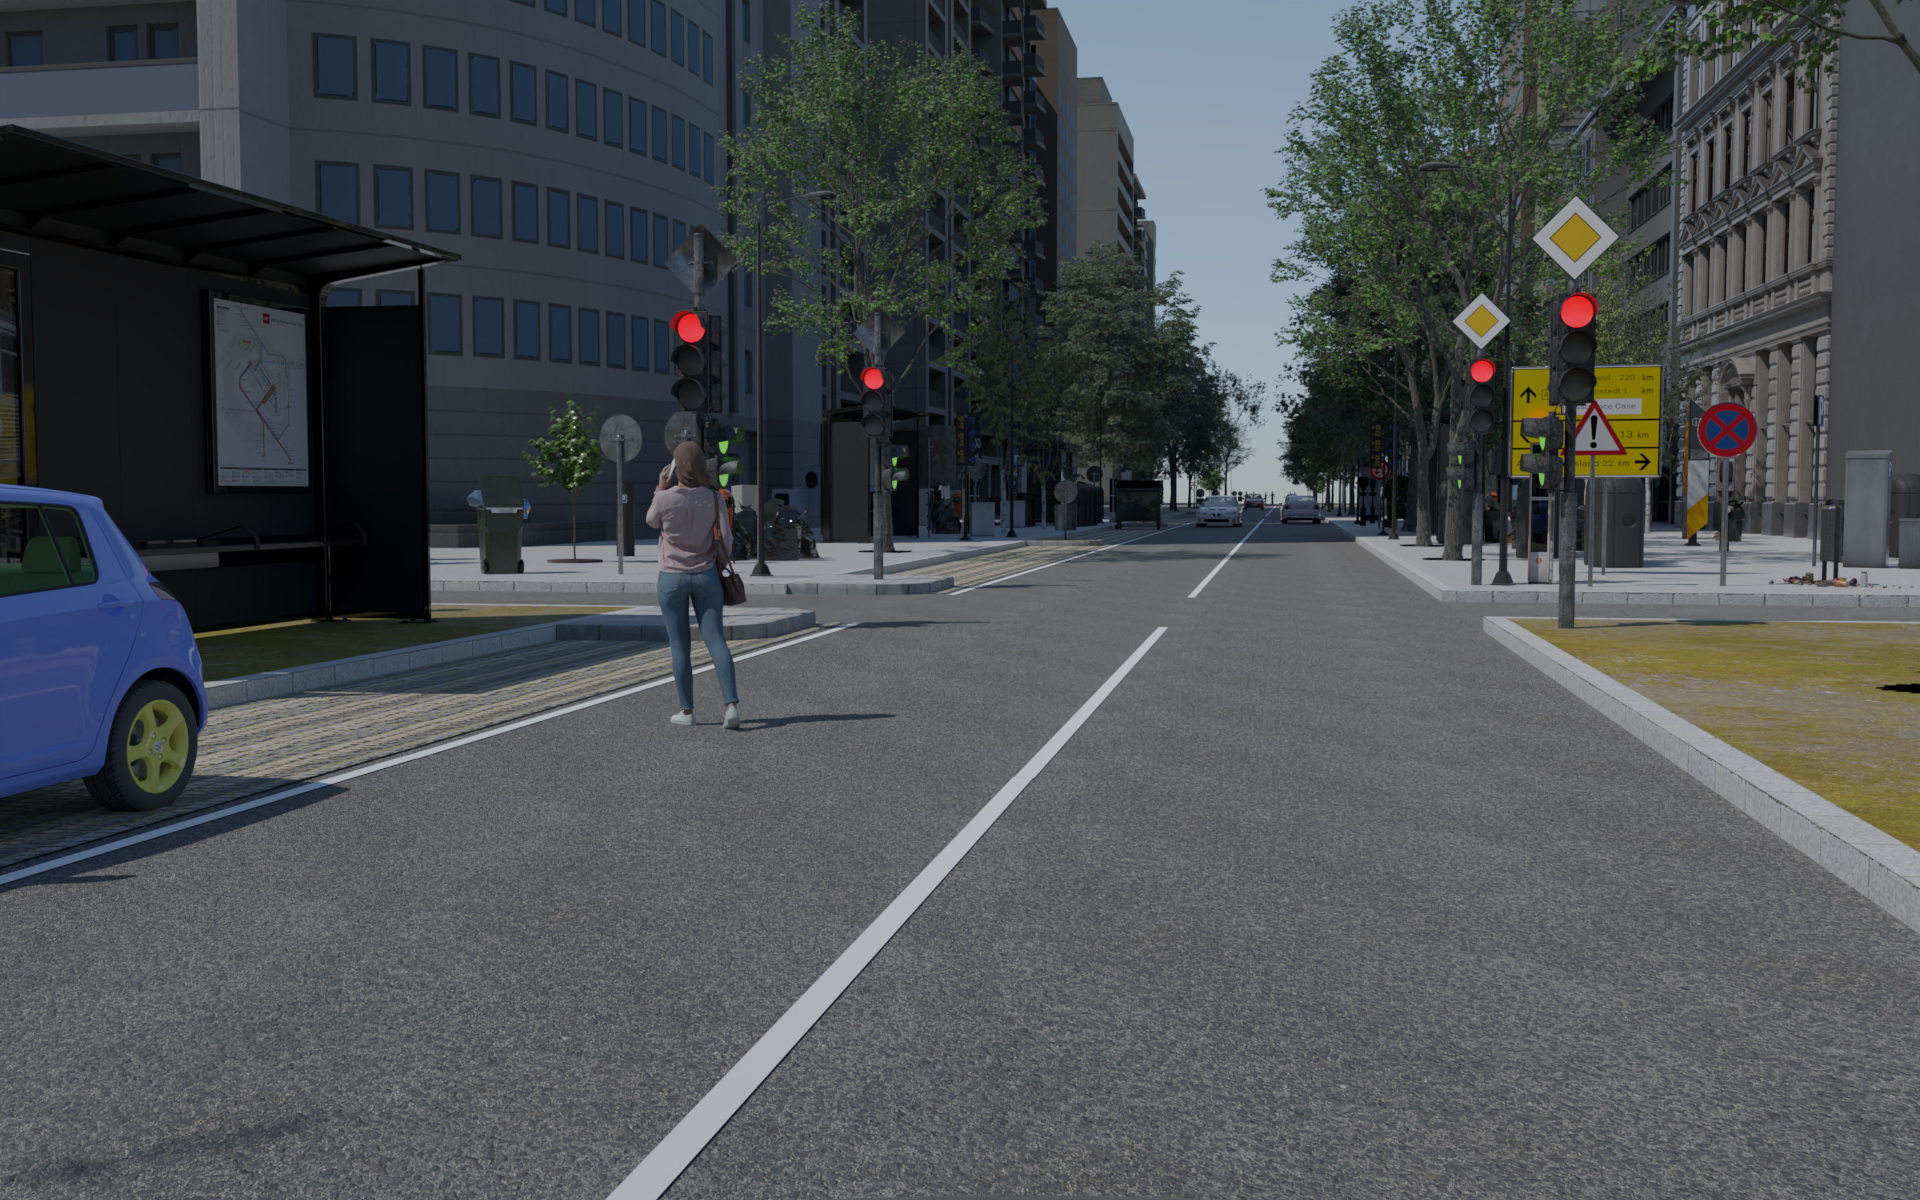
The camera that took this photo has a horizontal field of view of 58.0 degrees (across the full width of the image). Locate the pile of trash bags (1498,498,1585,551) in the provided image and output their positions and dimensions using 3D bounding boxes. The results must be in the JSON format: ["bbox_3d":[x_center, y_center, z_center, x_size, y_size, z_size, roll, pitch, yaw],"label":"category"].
[{"bbox_3d":[13.788,-1.868,40.298,1.912,1.369,3.447,1,4,10],"label":"pile of trash bags"}]

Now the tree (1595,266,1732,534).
[{"bbox_3d":[22.263,-6.437,55.603,4.360,8.622,3.978,0,3,0],"label":"tree"}]

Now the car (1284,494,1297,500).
[{"bbox_3d":[43.719,-13.405,228.216,2.155,1.783,4.494,1,4,11],"label":"car"}]

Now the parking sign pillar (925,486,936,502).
[{"bbox_3d":[-1.264,-5.225,73.899,1.447,3.967,1.447,0,4,-5],"label":"parking sign pillar"}]

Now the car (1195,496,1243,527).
[{"bbox_3d":[11.442,-3.909,76.280,2.083,1.381,4.827,1,4,12],"label":"car"}]

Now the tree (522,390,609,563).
[{"bbox_3d":[-7.376,-2.315,32.448,1.663,3.219,1.824,0,3,0],"label":"tree"}]

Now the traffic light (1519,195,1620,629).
[{"bbox_3d":[5.780,-1.684,16.454,0.839,4.253,0.868,1,4,11],"label":"traffic light"}]

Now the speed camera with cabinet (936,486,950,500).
[{"bbox_3d":[-1.264,-5.543,84.969,0.660,3.252,2.038,-2,4,-32],"label":"speed camera with cabinet"}]

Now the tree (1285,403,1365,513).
[{"bbox_3d":[29.838,-12.528,139.243,8.767,10.594,7.601,2,4,33],"label":"tree"}]

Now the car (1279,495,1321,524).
[{"bbox_3d":[16.674,-4.434,84.858,2.083,1.381,4.827,1,4,9],"label":"car"}]

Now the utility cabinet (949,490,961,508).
[{"bbox_3d":[-0.239,-5.708,102.003,1.173,1.500,0.318,0,4,-3],"label":"utility cabinet"}]

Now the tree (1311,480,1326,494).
[{"bbox_3d":[50.993,-15.535,248.600,1.663,3.219,1.824,0,3,0],"label":"tree"}]

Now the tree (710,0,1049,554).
[{"bbox_3d":[-1.796,-6.844,37.651,9.928,11.665,9.643,0,3,0],"label":"tree"}]

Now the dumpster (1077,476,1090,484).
[{"bbox_3d":[6.564,-5.635,94.619,1.502,2.255,1.985,1,4,11],"label":"dumpster"}]

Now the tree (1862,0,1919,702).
[{"bbox_3d":[6.570,-5.183,10.492,9.928,11.665,9.643,0,3,0],"label":"tree"}]

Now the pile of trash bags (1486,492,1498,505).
[{"bbox_3d":[29.486,-4.984,91.240,3.447,1.369,1.912,1,4,9],"label":"pile of trash bags"}]

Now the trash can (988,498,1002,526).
[{"bbox_3d":[1.484,-3.620,70.840,0.748,1.137,0.748,0,3,0],"label":"trash can"}]

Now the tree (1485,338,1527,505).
[{"bbox_3d":[20.649,-7.161,67.450,4.360,8.622,3.978,0,3,0],"label":"tree"}]

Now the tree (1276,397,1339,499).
[{"bbox_3d":[44.317,-18.955,216.575,9.857,13.997,8.962,0,3,0],"label":"tree"}]

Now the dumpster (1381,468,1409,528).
[{"bbox_3d":[16.692,-3.859,65.595,1.502,2.255,1.985,1,4,10],"label":"dumpster"}]

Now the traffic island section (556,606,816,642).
[{"bbox_3d":[-2.723,0.251,18.170,2.009,0.180,2.903,1,4,11],"label":"traffic island section"}]

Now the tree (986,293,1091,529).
[{"bbox_3d":[3.021,-6.882,62.885,4.360,8.622,3.978,0,3,0],"label":"tree"}]

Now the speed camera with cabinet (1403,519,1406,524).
[{"bbox_3d":[18.128,-4.552,68.753,0.660,3.252,2.038,2,4,27],"label":"speed camera with cabinet"}]

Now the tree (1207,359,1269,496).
[{"bbox_3d":[37.191,-23.618,242.039,12.611,20.169,13.585,0,3,0],"label":"tree"}]

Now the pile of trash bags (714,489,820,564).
[{"bbox_3d":[-4.024,-1.442,33.325,1.912,1.369,3.447,1,4,15],"label":"pile of trash bags"}]

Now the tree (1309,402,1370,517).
[{"bbox_3d":[21.344,-8.858,95.189,4.360,8.622,3.978,0,3,0],"label":"tree"}]

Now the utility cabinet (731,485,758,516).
[{"bbox_3d":[-5.260,-2.081,42.705,0.318,1.500,1.173,1,4,18],"label":"utility cabinet"}]

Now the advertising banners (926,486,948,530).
[{"bbox_3d":[-0.786,-4.046,62.342,0.090,3.025,2.074,1,4,21],"label":"advertising banners"}]

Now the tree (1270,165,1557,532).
[{"bbox_3d":[15.489,-8.668,58.725,9.611,12.733,9.660,0,3,0],"label":"tree"}]

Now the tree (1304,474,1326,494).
[{"bbox_3d":[49.486,-15.755,241.300,4.285,4.588,4.351,0,3,0],"label":"tree"}]

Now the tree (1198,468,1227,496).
[{"bbox_3d":[28.164,-12.846,193.740,4.285,4.588,4.351,0,3,0],"label":"tree"}]

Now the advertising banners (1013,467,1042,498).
[{"bbox_3d":[3.810,-6.257,98.483,2.074,3.025,0.090,-2,4,-25],"label":"advertising banners"}]

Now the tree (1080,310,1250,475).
[{"bbox_3d":[12.337,-12.468,114.218,12.009,13.543,11.850,0,3,0],"label":"tree"}]

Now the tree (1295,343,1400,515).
[{"bbox_3d":[24.682,-11.541,106.819,7.486,12.596,7.792,0,3,0],"label":"tree"}]

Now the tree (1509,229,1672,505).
[{"bbox_3d":[17.730,-6.014,48.687,4.737,8.622,4.395,0,3,0],"label":"tree"}]

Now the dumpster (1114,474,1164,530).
[{"bbox_3d":[7.204,-3.960,69.694,1.985,2.255,1.502,1,4,11],"label":"dumpster"}]

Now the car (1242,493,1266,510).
[{"bbox_3d":[26.537,-9.014,156.412,2.155,1.783,4.494,1,4,9],"label":"car"}]

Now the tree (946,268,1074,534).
[{"bbox_3d":[1.464,-6.434,55.561,4.737,8.622,4.395,0,3,0],"label":"tree"}]

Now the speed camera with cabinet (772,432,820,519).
[{"bbox_3d":[-5.138,-3.761,55.825,2.038,3.252,0.660,2,4,35],"label":"speed camera with cabinet"}]

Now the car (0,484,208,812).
[{"bbox_3d":[-4.678,0.176,6.710,1.945,1.707,3.694,1,4,11],"label":"car"}]

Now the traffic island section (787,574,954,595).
[{"bbox_3d":[-1.242,-0.229,26.018,2.009,0.180,2.903,1,4,11],"label":"traffic island section"}]

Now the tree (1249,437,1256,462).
[{"bbox_3d":[33.327,-19.237,224.893,12.009,13.543,11.850,0,3,0],"label":"tree"}]

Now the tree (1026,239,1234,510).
[{"bbox_3d":[7.835,-10.964,85.911,9.857,13.997,8.962,0,3,0],"label":"tree"}]

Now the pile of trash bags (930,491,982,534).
[{"bbox_3d":[-0.024,-2.888,56.967,1.912,1.369,3.447,0,4,-2],"label":"pile of trash bags"}]

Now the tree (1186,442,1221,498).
[{"bbox_3d":[23.960,-13.685,174.115,4.360,8.622,3.978,0,3,0],"label":"tree"}]

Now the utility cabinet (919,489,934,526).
[{"bbox_3d":[-1.368,-3.745,69.906,0.318,1.500,1.173,1,4,15],"label":"utility cabinet"}]
